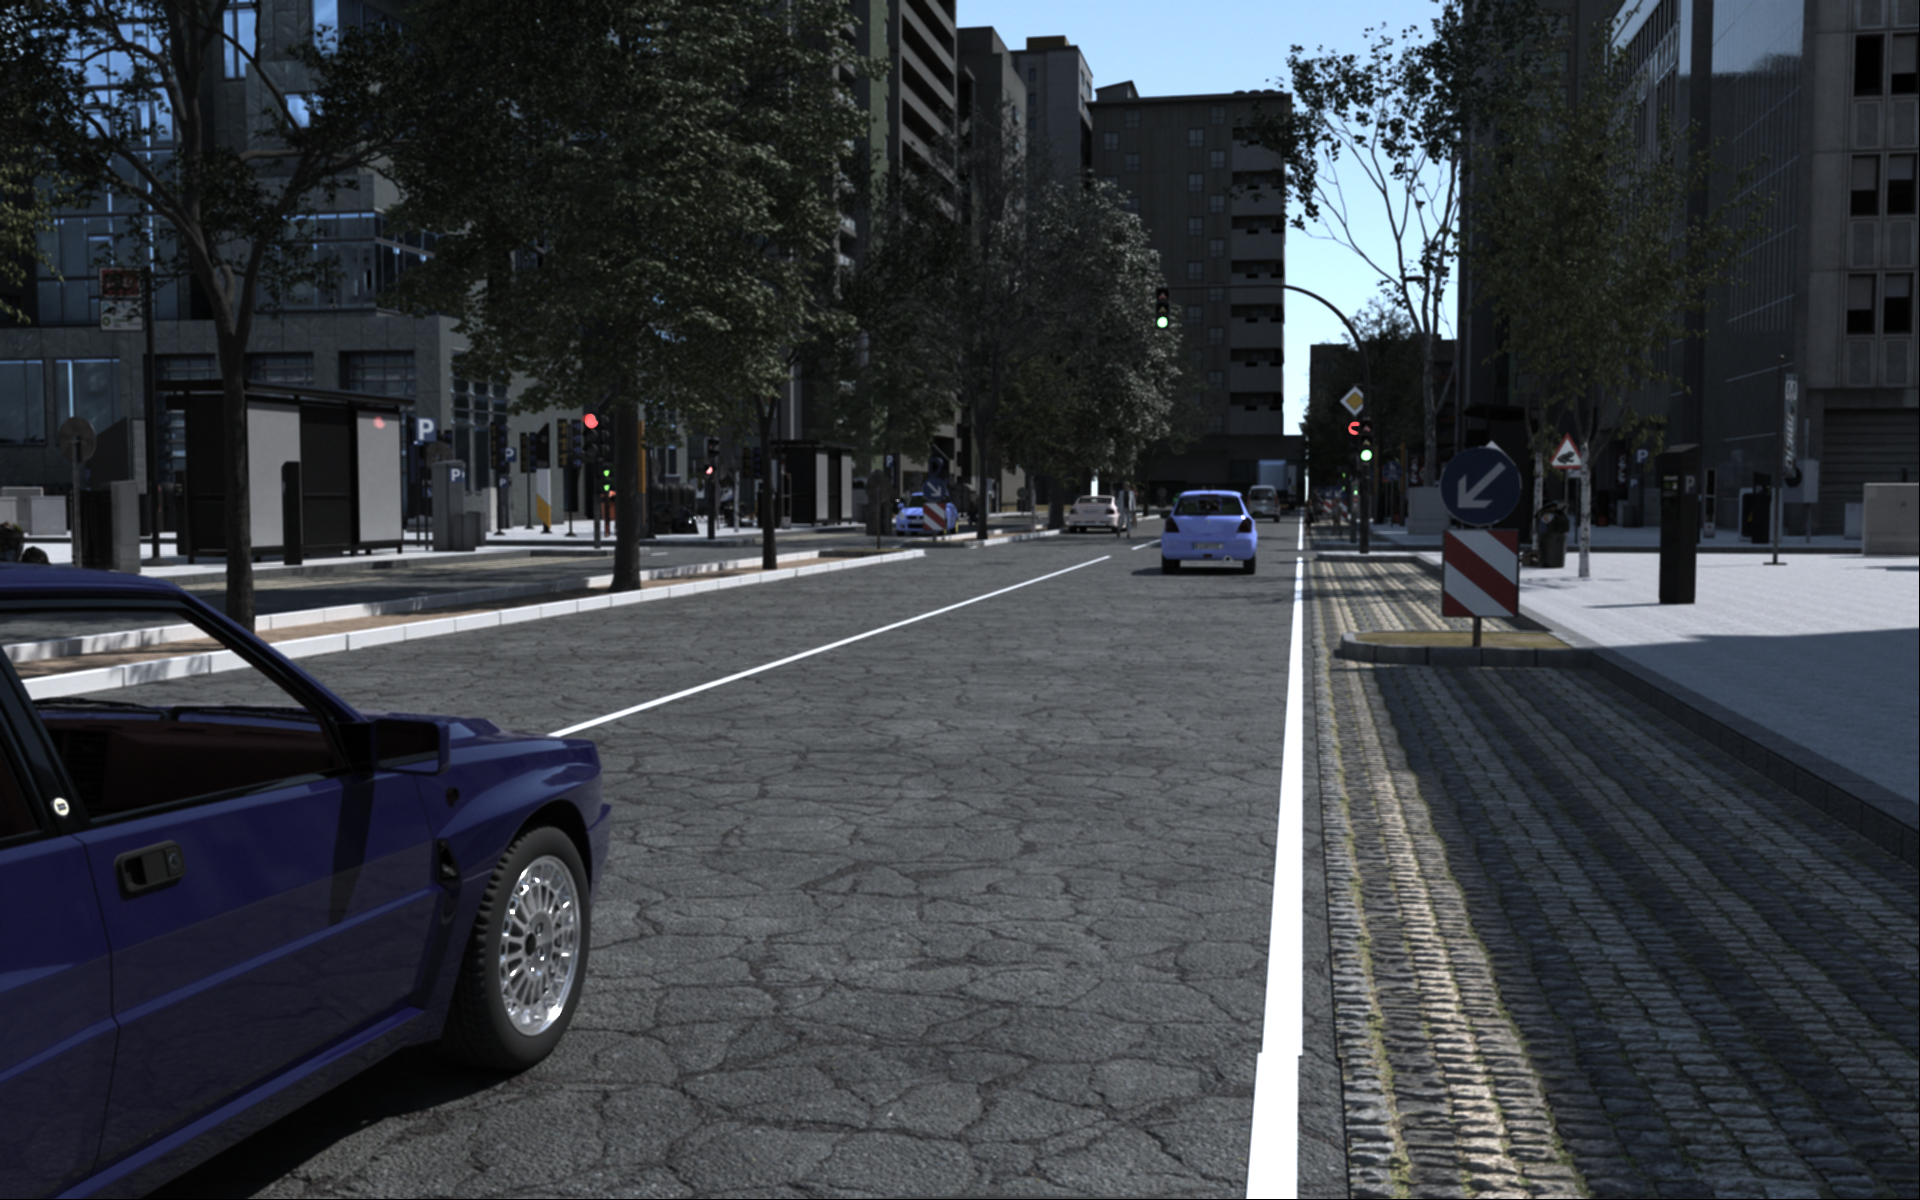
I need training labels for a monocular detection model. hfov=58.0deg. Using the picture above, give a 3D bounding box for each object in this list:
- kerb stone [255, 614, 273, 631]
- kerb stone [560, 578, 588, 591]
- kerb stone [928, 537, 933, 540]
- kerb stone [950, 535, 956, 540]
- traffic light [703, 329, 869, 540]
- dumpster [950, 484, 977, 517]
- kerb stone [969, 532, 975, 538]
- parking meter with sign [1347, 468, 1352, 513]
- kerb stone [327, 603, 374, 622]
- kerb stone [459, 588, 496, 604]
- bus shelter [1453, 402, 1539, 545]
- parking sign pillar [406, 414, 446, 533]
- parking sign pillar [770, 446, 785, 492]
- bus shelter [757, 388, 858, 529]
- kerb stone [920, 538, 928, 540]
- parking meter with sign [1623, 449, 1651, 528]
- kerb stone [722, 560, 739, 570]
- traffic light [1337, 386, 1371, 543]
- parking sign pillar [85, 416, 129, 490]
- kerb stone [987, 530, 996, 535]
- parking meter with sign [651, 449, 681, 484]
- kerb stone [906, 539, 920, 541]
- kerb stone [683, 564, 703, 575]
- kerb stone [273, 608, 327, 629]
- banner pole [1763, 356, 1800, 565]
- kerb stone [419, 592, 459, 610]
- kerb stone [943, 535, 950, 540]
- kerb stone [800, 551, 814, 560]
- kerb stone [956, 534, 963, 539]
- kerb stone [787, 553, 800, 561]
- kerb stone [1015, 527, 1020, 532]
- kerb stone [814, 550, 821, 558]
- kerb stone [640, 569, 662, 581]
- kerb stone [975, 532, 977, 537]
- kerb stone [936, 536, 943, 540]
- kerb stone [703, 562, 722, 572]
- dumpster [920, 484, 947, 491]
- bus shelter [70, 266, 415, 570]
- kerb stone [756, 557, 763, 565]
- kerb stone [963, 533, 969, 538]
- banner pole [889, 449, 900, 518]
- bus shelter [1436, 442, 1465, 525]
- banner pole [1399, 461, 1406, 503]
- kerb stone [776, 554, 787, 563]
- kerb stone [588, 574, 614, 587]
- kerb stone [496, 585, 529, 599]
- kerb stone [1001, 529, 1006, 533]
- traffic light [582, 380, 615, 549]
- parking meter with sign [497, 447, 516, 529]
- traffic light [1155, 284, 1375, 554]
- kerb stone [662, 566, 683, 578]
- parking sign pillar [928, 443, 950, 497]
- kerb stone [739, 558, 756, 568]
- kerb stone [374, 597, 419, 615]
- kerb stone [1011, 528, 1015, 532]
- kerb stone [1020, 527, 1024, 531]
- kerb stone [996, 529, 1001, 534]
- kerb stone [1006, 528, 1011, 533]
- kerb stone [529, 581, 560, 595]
[{"bbox_3d":[-7.422,0.271,17.758,0.120,0.150,1.000,1,4,11],"label":"kerb stone"},{"bbox_3d":[-5.833,-0.221,25.802,0.120,0.150,1.000,1,4,11],"label":"kerb stone"},{"bbox_3d":[-0.951,-1.727,50.520,0.120,0.150,1.000,1,4,11],"label":"kerb stone"},{"bbox_3d":[-0.347,-1.912,53.540,0.120,0.150,1.000,1,4,11],"label":"kerb stone"},{"bbox_3d":[-4.883,-4.487,48.034,4.771,5.953,1.251,1,4,11],"label":"traffic light"},{"bbox_3d":[0.196,-5.639,97.953,1.264,1.857,1.865,1,4,11],"label":"dumpster"},{"bbox_3d":[0.247,-2.100,56.559,0.120,0.150,1.000,1,4,11],"label":"kerb stone"},{"bbox_3d":[26.448,-7.343,116.321,0.543,3.016,1.738,-1,4,-15],"label":"parking meter with sign"},{"bbox_3d":[-7.033,0.148,19.772,0.120,0.150,1.000,1,4,11],"label":"kerb stone"},{"bbox_3d":[-6.429,-0.037,22.794,0.120,0.150,1.000,1,4,11],"label":"kerb stone"},{"bbox_3d":[14.493,-3.409,47.026,1.731,3.624,6.357,1,4,11],"label":"bus shelter"},{"bbox_3d":[-17.913,-4.267,58.235,1.447,3.967,1.447,-1,4,-21],"label":"parking sign pillar"},{"bbox_3d":[-10.104,-6.689,97.838,1.447,3.967,1.447,-3,5,-45],"label":"parking sign pillar"},{"bbox_3d":[-6.138,-5.538,68.174,2.179,5.291,8.768,1,4,11],"label":"bus shelter"},{"bbox_3d":[-1.150,-1.671,49.517,0.120,0.150,1.000,1,4,11],"label":"kerb stone"},{"bbox_3d":[25.903,-4.290,66.401,0.543,3.016,1.738,3,4,38],"label":"parking meter with sign"},{"bbox_3d":[-4.448,-0.651,32.832,0.120,0.150,1.000,1,4,11],"label":"kerb stone"},{"bbox_3d":[10.231,-3.432,45.036,0.839,4.253,0.868,1,4,11],"label":"traffic light"},{"bbox_3d":[-29.450,-4.363,59.809,1.447,3.967,1.447,3,5,40],"label":"parking sign pillar"},{"bbox_3d":[1.039,-2.347,60.574,0.120,0.150,1.000,1,4,11],"label":"kerb stone"},{"bbox_3d":[-11.201,-4.350,67.381,1.738,3.016,0.543,0,4,-5],"label":"parking meter with sign"},{"bbox_3d":[-1.350,-1.606,48.501,0.120,0.150,1.000,1,4,11],"label":"kerb stone"},{"bbox_3d":[-4.846,-0.527,30.823,0.120,0.150,1.000,1,4,11],"label":"kerb stone"},{"bbox_3d":[-7.223,0.211,18.761,0.120,0.150,1.000,1,4,11],"label":"kerb stone"},{"bbox_3d":[15.014,-2.539,31.527,0.863,3.779,0.401,-3,4,-36],"label":"banner pole"},{"bbox_3d":[-6.633,0.025,21.793,0.120,0.150,1.000,1,4,11],"label":"kerb stone"},{"bbox_3d":[-0.553,-1.855,52.529,0.120,0.150,1.000,1,4,11],"label":"kerb stone"},{"bbox_3d":[-3.452,-0.957,37.854,0.120,0.150,1.000,1,4,11],"label":"kerb stone"},{"bbox_3d":[-0.146,-1.979,54.549,0.120,0.150,1.000,1,4,11],"label":"kerb stone"},{"bbox_3d":[-3.651,-0.896,36.847,0.120,0.150,1.000,1,4,11],"label":"kerb stone"},{"bbox_3d":[2.027,-2.655,65.599,0.120,0.150,1.000,1,4,11],"label":"kerb stone"},{"bbox_3d":[-3.252,-1.015,38.856,0.120,0.150,1.000,1,4,11],"label":"kerb stone"},{"bbox_3d":[-5.240,-0.405,28.811,0.120,0.150,1.000,1,4,11],"label":"kerb stone"},{"bbox_3d":[0.439,-2.163,57.563,0.120,0.150,1.000,1,4,11],"label":"kerb stone"},{"bbox_3d":[-0.751,-1.794,51.524,0.120,0.150,1.000,1,4,11],"label":"kerb stone"},{"bbox_3d":[-4.641,-0.587,31.828,0.120,0.150,1.000,1,4,11],"label":"kerb stone"},{"bbox_3d":[-1.449,-5.127,89.577,1.264,1.857,1.865,1,4,11],"label":"dumpster"},{"bbox_3d":[-13.605,-3.391,33.081,2.179,5.291,8.768,1,4,11],"label":"bus shelter"},{"bbox_3d":[-4.050,-0.767,34.840,0.120,0.150,1.000,1,4,11],"label":"kerb stone"},{"bbox_3d":[0.047,-2.038,55.556,0.120,0.150,1.000,1,4,11],"label":"kerb stone"},{"bbox_3d":[-3.495,-6.296,92.953,0.863,3.779,0.401,-1,4,-18],"label":"banner pole"},{"bbox_3d":[19.975,-4.565,68.558,2.014,3.302,5.546,1,4,11],"label":"bus shelter"},{"bbox_3d":[29.046,-7.566,113.719,0.863,3.779,0.401,1,4,9],"label":"banner pole"},{"bbox_3d":[-3.847,-0.829,35.844,0.120,0.150,1.000,1,4,11],"label":"kerb stone"},{"bbox_3d":[-5.638,-0.275,26.807,0.120,0.150,1.000,1,4,11],"label":"kerb stone"},{"bbox_3d":[-6.233,-0.098,23.797,0.120,0.150,1.000,1,4,11],"label":"kerb stone"},{"bbox_3d":[1.431,-2.470,62.581,0.120,0.150,1.000,1,4,11],"label":"kerb stone"},{"bbox_3d":[-8.501,-3.159,40.570,0.839,4.253,0.868,1,4,11],"label":"traffic light"},{"bbox_3d":[-16.828,-4.139,63.941,0.543,3.016,1.738,0,4,-2],"label":"parking meter with sign"},{"bbox_3d":[6.613,-3.841,37.467,4.771,5.953,1.251,1,4,11],"label":"traffic light"},{"bbox_3d":[-5.046,-0.462,29.818,0.120,0.150,1.000,1,4,11],"label":"kerb stone"},{"bbox_3d":[-1.124,-6.317,91.749,1.447,3.967,1.447,-3,5,-41],"label":"parking sign pillar"},{"bbox_3d":[-4.246,-0.706,33.834,0.120,0.150,1.000,1,4,11],"label":"kerb stone"},{"bbox_3d":[-6.828,0.093,20.775,0.120,0.150,1.000,1,4,11],"label":"kerb stone"},{"bbox_3d":[1.832,-2.587,64.596,0.120,0.150,1.000,1,4,11],"label":"kerb stone"},{"bbox_3d":[2.230,-2.713,66.608,0.120,0.150,1.000,1,4,11],"label":"kerb stone"},{"bbox_3d":[1.237,-2.402,61.577,0.120,0.150,1.000,1,4,11],"label":"kerb stone"},{"bbox_3d":[1.641,-2.532,63.591,0.120,0.150,1.000,1,4,11],"label":"kerb stone"},{"bbox_3d":[-6.032,-0.156,24.799,0.120,0.150,1.000,1,4,11],"label":"kerb stone"}]
